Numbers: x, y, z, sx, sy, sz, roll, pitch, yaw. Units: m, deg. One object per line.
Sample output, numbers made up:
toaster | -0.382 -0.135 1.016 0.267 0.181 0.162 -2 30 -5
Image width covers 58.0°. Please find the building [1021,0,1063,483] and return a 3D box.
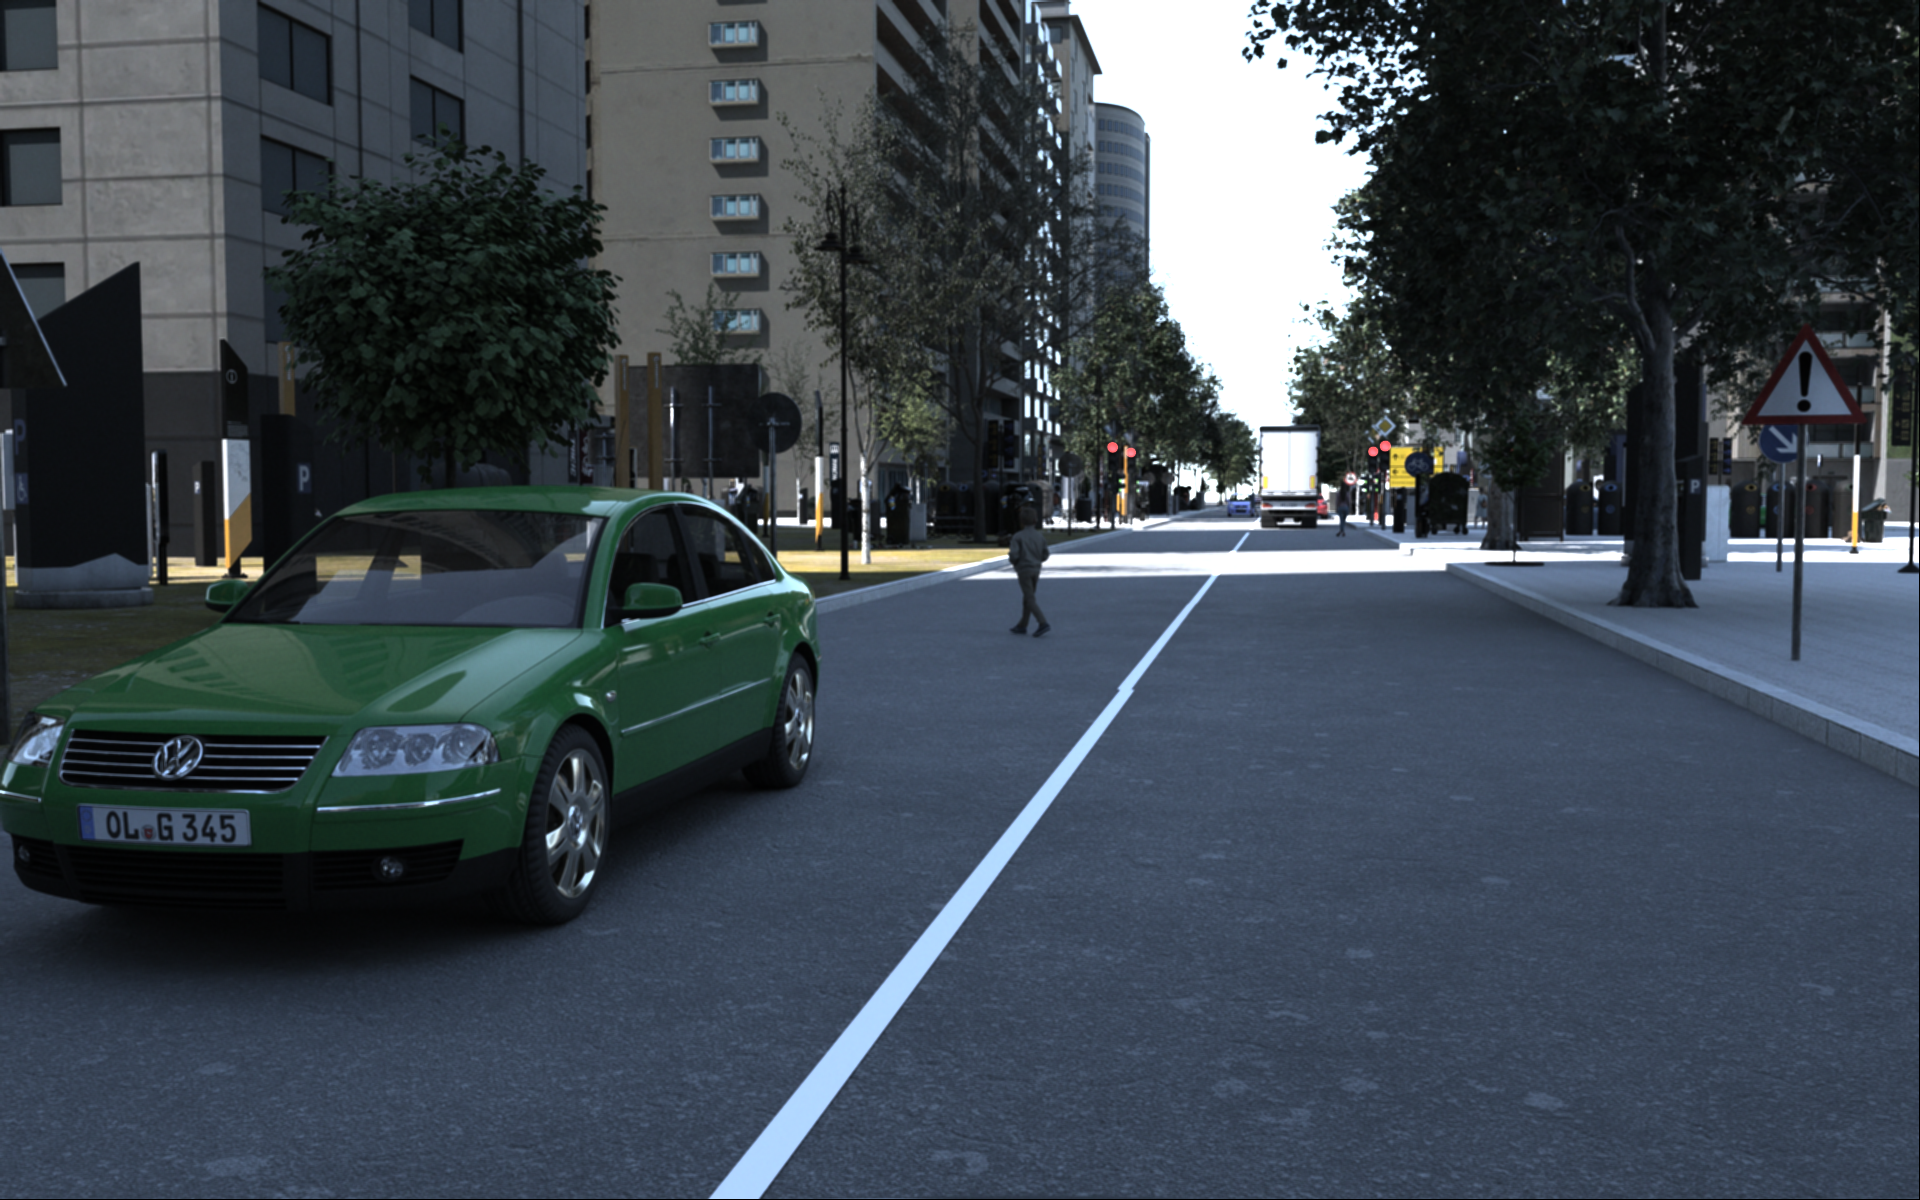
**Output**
building | -2.518 -33.305 164.153 23.786 49.044 30.456 1 4 10

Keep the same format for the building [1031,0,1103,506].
building | 0.362 -36.922 192.916 28.713 52.752 27.495 1 4 10

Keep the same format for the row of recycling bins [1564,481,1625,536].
row of recycling bins | 20.616 -2.847 53.667 3.534 1.692 1.069 2 4 26

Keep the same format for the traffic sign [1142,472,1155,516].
traffic sign | 10.931 -6.138 100.458 0.768 2.556 0.104 1 4 20

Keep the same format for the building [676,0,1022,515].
building | -7.392 -31.051 131.385 21.300 48.544 21.600 1 4 10

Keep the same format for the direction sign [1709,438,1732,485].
direction sign | 30.613 -4.758 69.794 0.876 3.537 0.379 0 4 3

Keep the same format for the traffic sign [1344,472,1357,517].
traffic sign | 22.262 -6.032 98.724 0.768 2.556 0.104 1 4 15

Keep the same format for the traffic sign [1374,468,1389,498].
traffic sign | 19.055 -4.804 78.550 0.884 2.594 0.081 1 4 13

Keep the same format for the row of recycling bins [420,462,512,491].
row of recycling bins | -6.496 -0.976 23.068 1.069 1.692 3.534 -1 4 -9

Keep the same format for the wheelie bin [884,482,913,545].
wheelie bin | -1.555 -2.209 44.023 0.693 1.594 0.980 0 4 4

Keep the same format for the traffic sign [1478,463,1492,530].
traffic sign | 17.810 -3.559 58.303 0.768 2.556 0.104 1 4 16

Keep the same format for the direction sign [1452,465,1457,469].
direction sign | 38.028 -8.640 133.268 0.876 3.537 0.379 1 4 12

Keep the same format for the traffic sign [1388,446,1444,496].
traffic sign | 19.314 -4.861 73.346 2.265 3.308 0.079 1 4 17

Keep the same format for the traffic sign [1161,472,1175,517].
traffic sign | 11.784 -6.005 98.283 0.768 2.556 0.104 1 4 13

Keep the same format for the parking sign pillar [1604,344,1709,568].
parking sign pillar | 12.474 -2.575 30.580 1.447 3.967 1.447 -3 5 -43

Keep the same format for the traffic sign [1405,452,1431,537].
traffic sign | 13.775 -3.184 52.169 0.768 2.556 0.104 1 4 14

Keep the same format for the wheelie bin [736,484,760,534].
wheelie bin | -6.827 -2.929 55.804 0.693 1.594 0.980 -1 4 -23

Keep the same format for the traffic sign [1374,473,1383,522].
traffic sign | 19.495 -4.862 80.675 0.795 2.450 0.064 1 4 16

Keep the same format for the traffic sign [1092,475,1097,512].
traffic sign | 8.344 -6.463 105.779 0.768 2.556 0.104 1 4 18

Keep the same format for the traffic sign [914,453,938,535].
traffic sign | -1.058 -3.270 53.570 0.768 2.556 0.104 1 4 12

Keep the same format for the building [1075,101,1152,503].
building | 16.870 -43.856 259.042 21.231 58.520 28.212 1 4 10

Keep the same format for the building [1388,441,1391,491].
building | 82.287 -40.406 284.333 21.300 48.544 21.600 1 4 10

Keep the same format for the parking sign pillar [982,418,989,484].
parking sign pillar | 0.783 -4.446 61.163 1.447 3.967 1.447 0 4 -1

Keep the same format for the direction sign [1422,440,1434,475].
direction sign | 19.418 -4.888 71.922 0.379 3.537 0.876 -1 4 -17

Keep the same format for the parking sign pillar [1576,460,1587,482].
parking sign pillar | 35.694 -6.776 99.254 1.447 3.967 1.447 2 4 35

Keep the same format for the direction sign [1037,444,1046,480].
direction sign | 3.714 -5.320 78.981 0.379 3.537 0.876 2 4 26

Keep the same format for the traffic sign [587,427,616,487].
traffic sign | -5.394 -1.481 26.345 0.606 2.300 0.079 1 4 15

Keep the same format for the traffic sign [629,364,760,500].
traffic sign | -4.224 -2.046 27.320 2.265 3.308 0.079 1 4 15

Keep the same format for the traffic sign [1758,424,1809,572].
traffic sign | 13.540 -1.740 28.552 0.768 2.556 0.104 1 4 11

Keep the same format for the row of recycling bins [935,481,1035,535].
row of recycling bins | 0.619 -2.960 55.501 3.534 1.692 1.069 3 5 41

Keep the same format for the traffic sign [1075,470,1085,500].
traffic sign | 5.654 -5.113 83.706 0.768 2.556 0.104 1 4 12

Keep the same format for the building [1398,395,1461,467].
building | 80.467 -41.002 259.627 28.713 52.752 27.495 1 4 10

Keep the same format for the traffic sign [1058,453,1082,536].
traffic sign | 3.385 -3.263 53.456 0.768 2.556 0.104 1 4 13

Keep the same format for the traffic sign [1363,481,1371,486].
traffic sign | 27.270 -7.075 115.674 0.884 2.594 0.081 1 4 12

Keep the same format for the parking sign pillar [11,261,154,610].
parking sign pillar | -10.069 -1.917 19.811 1.447 3.967 1.447 3 5 41

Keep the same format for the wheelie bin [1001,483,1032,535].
wheelie bin | 1.659 -2.546 49.537 0.980 1.594 0.693 -3 4 -37

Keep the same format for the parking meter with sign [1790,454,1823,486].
parking meter with sign | 36.996 -4.900 76.382 1.738 3.016 0.543 1 4 16

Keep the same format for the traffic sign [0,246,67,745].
traffic sign | -4.899 -0.538 8.803 0.884 2.594 0.081 1 4 19

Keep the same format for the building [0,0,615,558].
building | -22.798 -37.083 44.553 20.611 71.187 20.563 1 4 10

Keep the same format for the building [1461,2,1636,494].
building | 59.869 -51.779 159.259 22.319 86.520 31.000 1 4 10

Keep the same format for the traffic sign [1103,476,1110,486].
traffic sign | 9.322 -6.772 111.912 0.795 2.450 0.064 1 4 11

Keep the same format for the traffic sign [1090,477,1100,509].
traffic sign | 8.117 -6.228 103.952 0.606 2.300 0.079 1 4 18

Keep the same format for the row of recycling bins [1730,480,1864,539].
row of recycling bins | 24.288 -2.643 50.333 3.534 1.692 1.069 2 4 34

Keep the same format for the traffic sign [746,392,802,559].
traffic sign | -2.341 -1.321 21.704 0.768 2.556 0.104 1 4 19

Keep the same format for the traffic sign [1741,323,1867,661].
traffic sign | 6.451 -0.813 13.294 0.884 2.594 0.081 1 4 14

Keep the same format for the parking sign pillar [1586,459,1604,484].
parking sign pillar | 21.862 -4.203 57.186 1.447 3.967 1.447 -2 4 -29

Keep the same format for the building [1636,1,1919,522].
building | 41.524 -24.520 84.491 14.086 41.232 14.154 1 4 10

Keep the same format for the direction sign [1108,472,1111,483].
direction sign | 10.784 -7.996 122.729 0.379 3.537 0.876 -2 4 -34

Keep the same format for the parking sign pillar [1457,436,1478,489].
parking sign pillar | 22.791 -5.495 78.314 1.447 3.967 1.447 1 4 8

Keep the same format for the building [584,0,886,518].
building | -13.100 -29.278 102.392 21.300 48.544 21.600 1 4 10
